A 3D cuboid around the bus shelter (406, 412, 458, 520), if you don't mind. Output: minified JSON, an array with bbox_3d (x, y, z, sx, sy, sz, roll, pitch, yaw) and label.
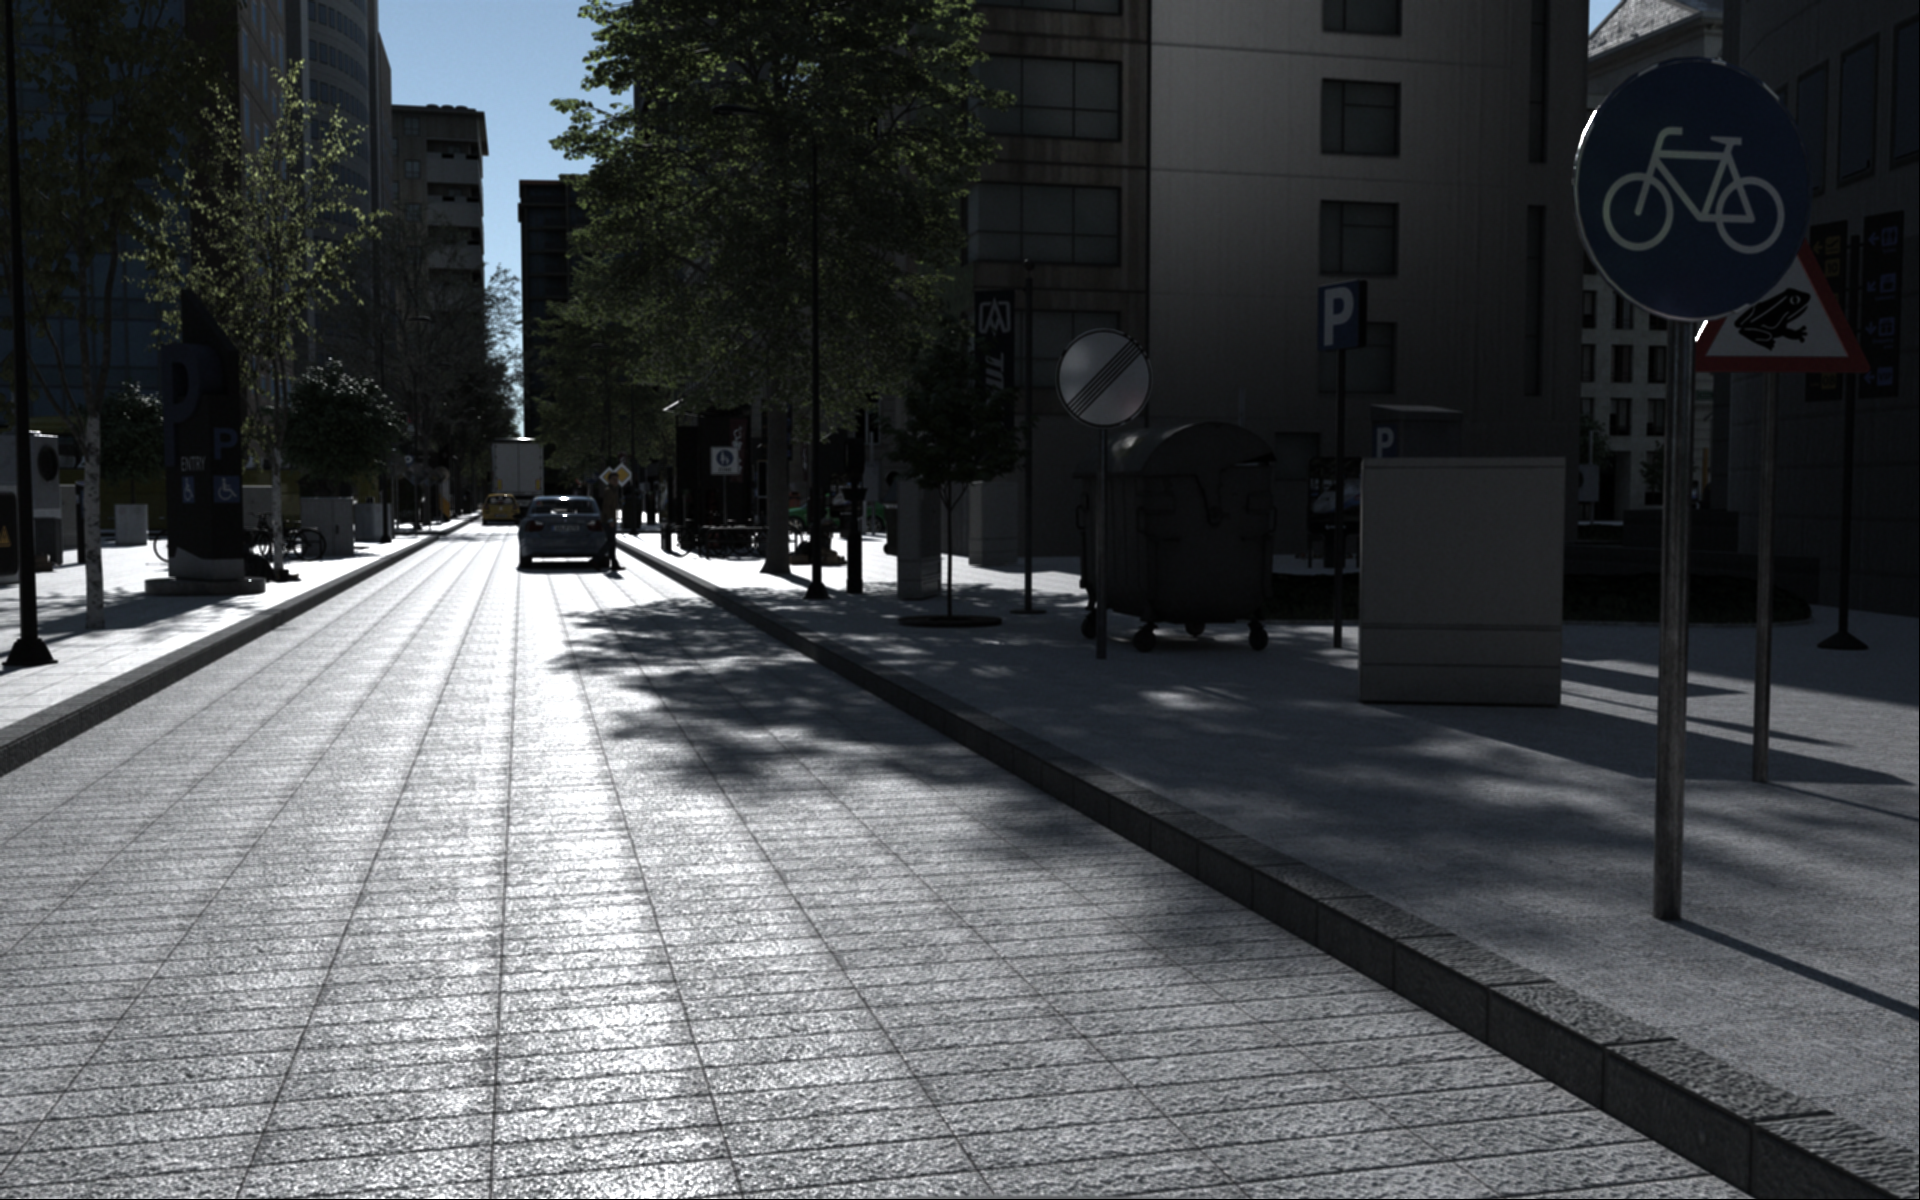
[{"bbox_3d":[-26.748,-6.744,87.889,2.179,5.291,8.768,-1,4,-14],"label":"bus shelter"}]

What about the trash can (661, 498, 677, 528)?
[{"bbox_3d":[-10.396,-3.079,61.992,0.748,1.137,0.748,0,3,0],"label":"trash can"}]

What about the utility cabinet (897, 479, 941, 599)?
[{"bbox_3d":[-0.486,-0.778,21.403,0.318,1.500,1.173,1,4,11],"label":"utility cabinet"}]

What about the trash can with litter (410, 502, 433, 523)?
[{"bbox_3d":[-23.587,-3.925,75.568,0.624,1.170,1.055,3,5,41],"label":"trash can with litter"}]

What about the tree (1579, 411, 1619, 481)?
[{"bbox_3d":[20.564,-4.586,58.694,4.285,4.588,4.351,0,3,0],"label":"tree"}]

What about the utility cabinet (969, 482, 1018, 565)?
[{"bbox_3d":[0.595,-1.380,31.248,0.318,1.500,1.173,2,4,34],"label":"utility cabinet"}]

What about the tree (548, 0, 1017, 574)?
[{"bbox_3d":[-2.952,-6.733,28.207,7.486,12.596,7.792,0,3,0],"label":"tree"}]

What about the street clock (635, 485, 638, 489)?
[{"bbox_3d":[-25.499,-8.015,135.608,0.471,2.002,0.358,-2,4,-24],"label":"street clock"}]

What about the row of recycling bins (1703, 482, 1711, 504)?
[{"bbox_3d":[22.509,-2.559,48.946,1.069,1.692,3.534,-1,4,-23],"label":"row of recycling bins"}]

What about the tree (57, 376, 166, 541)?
[{"bbox_3d":[-23.128,-3.941,48.143,4.285,4.588,4.351,0,3,0],"label":"tree"}]

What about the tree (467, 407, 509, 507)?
[{"bbox_3d":[-55.657,-16.909,202.211,9.928,11.665,9.643,0,3,0],"label":"tree"}]

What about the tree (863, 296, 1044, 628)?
[{"bbox_3d":[-0.208,-1.367,16.947,1.663,3.219,1.824,0,3,0],"label":"tree"}]

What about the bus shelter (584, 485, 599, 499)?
[{"bbox_3d":[-22.496,-7.030,106.227,1.731,3.624,6.357,-1,4,-14],"label":"bus shelter"}]

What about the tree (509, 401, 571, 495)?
[{"bbox_3d":[-44.029,-16.332,192.788,9.928,11.665,9.643,0,3,0],"label":"tree"}]

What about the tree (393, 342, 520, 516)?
[{"bbox_3d":[-30.061,-10.305,102.898,8.767,10.594,7.601,1,4,17],"label":"tree"}]

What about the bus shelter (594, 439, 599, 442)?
[{"bbox_3d":[-26.310,-8.960,124.122,2.179,5.291,8.768,-1,4,-14],"label":"bus shelter"}]

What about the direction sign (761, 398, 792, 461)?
[{"bbox_3d":[-4.304,-2.982,40.758,0.876,3.537,0.379,2,4,31],"label":"direction sign"}]

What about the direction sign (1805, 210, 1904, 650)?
[{"bbox_3d":[7.349,-1.365,14.315,0.379,3.537,0.876,-1,4,-22],"label":"direction sign"}]

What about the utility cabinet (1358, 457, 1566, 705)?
[{"bbox_3d":[3.047,-0.116,10.582,1.173,1.500,0.318,1,4,10],"label":"utility cabinet"}]

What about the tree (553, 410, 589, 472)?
[{"bbox_3d":[-30.833,-11.638,140.647,4.360,8.622,3.978,0,3,0],"label":"tree"}]

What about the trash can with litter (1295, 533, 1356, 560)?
[{"bbox_3d":[7.594,-1.439,34.591,2.233,1.210,1.678,-1,4,-16],"label":"trash can with litter"}]

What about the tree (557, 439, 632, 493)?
[{"bbox_3d":[-19.241,-6.703,93.308,4.285,4.588,4.351,0,3,0],"label":"tree"}]

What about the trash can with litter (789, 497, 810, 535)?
[{"bbox_3d":[-5.018,-2.693,55.093,2.233,1.210,1.678,-3,4,-38],"label":"trash can with litter"}]

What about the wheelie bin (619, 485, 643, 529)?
[{"bbox_3d":[-12.073,-3.418,63.786,0.693,1.594,0.980,2,4,24],"label":"wheelie bin"}]

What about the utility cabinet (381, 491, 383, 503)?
[{"bbox_3d":[-34.666,-5.852,104.359,0.318,1.500,1.173,-2,4,-26],"label":"utility cabinet"}]

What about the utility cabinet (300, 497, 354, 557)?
[{"bbox_3d":[-13.063,-1.504,35.760,1.020,1.237,0.306,-1,4,-19],"label":"utility cabinet"}]

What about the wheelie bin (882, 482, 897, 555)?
[{"bbox_3d":[-1.220,-1.768,36.812,0.693,1.594,0.980,-3,5,-41],"label":"wheelie bin"}]

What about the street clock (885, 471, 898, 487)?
[{"bbox_3d":[-2.134,-3.107,55.370,0.471,2.002,0.358,-1,4,-9],"label":"street clock"}]

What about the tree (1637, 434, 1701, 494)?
[{"bbox_3d":[21.594,-3.585,53.212,1.663,3.219,1.824,0,3,0],"label":"tree"}]

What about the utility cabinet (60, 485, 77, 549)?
[{"bbox_3d":[-20.913,-1.919,40.048,0.318,1.500,1.173,2,4,29],"label":"utility cabinet"}]

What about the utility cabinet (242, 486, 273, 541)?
[{"bbox_3d":[-18.820,-2.270,45.796,1.173,1.500,0.318,-2,4,-30],"label":"utility cabinet"}]

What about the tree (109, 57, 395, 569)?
[{"bbox_3d":[-11.587,-4.781,28.536,4.360,8.622,3.978,0,3,0],"label":"tree"}]

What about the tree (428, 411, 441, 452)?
[{"bbox_3d":[-37.643,-13.140,132.972,7.486,12.596,7.792,0,3,0],"label":"tree"}]

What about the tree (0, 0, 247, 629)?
[{"bbox_3d":[-8.476,-4.036,16.353,4.737,8.622,4.395,0,3,0],"label":"tree"}]

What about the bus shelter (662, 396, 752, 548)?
[{"bbox_3d":[-6.536,-3.262,44.618,1.731,3.624,6.357,-1,4,-14],"label":"bus shelter"}]

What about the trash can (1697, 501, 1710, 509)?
[{"bbox_3d":[16.239,-1.567,37.280,0.748,1.137,0.748,0,3,0],"label":"trash can"}]

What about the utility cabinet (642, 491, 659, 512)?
[{"bbox_3d":[-22.405,-7.127,125.207,1.173,1.500,0.318,-1,4,-18],"label":"utility cabinet"}]

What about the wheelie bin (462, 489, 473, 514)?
[{"bbox_3d":[-31.736,-6.340,111.567,0.693,1.594,0.980,-1,4,-13],"label":"wheelie bin"}]

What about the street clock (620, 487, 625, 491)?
[{"bbox_3d":[-25.472,-7.813,132.314,0.358,2.002,0.471,3,5,44],"label":"street clock"}]

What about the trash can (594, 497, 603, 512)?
[{"bbox_3d":[-16.525,-4.175,79.909,0.748,1.137,0.748,0,3,0],"label":"trash can"}]

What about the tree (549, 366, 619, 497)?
[{"bbox_3d":[-21.166,-9.043,98.221,4.737,8.622,4.395,0,3,0],"label":"tree"}]

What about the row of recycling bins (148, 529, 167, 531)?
[{"bbox_3d":[-28.074,-3.358,62.010,1.069,1.692,3.534,1,4,12],"label":"row of recycling bins"}]

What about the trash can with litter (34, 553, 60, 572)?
[{"bbox_3d":[-15.501,-1.052,28.585,1.055,1.170,0.624,-3,4,-38],"label":"trash can with litter"}]

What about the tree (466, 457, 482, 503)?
[{"bbox_3d":[-54.304,-14.975,195.206,4.737,8.622,4.395,0,3,0],"label":"tree"}]

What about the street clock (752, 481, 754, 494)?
[{"bbox_3d":[-10.880,-5.379,92.521,0.358,2.002,0.471,3,5,44],"label":"street clock"}]

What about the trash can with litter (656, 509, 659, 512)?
[{"bbox_3d":[-20.217,-6.437,116.640,1.055,1.170,0.624,0,4,-2],"label":"trash can with litter"}]

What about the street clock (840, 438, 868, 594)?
[{"bbox_3d":[-1.360,-1.085,22.309,0.358,2.002,0.471,-1,4,-10],"label":"street clock"}]
